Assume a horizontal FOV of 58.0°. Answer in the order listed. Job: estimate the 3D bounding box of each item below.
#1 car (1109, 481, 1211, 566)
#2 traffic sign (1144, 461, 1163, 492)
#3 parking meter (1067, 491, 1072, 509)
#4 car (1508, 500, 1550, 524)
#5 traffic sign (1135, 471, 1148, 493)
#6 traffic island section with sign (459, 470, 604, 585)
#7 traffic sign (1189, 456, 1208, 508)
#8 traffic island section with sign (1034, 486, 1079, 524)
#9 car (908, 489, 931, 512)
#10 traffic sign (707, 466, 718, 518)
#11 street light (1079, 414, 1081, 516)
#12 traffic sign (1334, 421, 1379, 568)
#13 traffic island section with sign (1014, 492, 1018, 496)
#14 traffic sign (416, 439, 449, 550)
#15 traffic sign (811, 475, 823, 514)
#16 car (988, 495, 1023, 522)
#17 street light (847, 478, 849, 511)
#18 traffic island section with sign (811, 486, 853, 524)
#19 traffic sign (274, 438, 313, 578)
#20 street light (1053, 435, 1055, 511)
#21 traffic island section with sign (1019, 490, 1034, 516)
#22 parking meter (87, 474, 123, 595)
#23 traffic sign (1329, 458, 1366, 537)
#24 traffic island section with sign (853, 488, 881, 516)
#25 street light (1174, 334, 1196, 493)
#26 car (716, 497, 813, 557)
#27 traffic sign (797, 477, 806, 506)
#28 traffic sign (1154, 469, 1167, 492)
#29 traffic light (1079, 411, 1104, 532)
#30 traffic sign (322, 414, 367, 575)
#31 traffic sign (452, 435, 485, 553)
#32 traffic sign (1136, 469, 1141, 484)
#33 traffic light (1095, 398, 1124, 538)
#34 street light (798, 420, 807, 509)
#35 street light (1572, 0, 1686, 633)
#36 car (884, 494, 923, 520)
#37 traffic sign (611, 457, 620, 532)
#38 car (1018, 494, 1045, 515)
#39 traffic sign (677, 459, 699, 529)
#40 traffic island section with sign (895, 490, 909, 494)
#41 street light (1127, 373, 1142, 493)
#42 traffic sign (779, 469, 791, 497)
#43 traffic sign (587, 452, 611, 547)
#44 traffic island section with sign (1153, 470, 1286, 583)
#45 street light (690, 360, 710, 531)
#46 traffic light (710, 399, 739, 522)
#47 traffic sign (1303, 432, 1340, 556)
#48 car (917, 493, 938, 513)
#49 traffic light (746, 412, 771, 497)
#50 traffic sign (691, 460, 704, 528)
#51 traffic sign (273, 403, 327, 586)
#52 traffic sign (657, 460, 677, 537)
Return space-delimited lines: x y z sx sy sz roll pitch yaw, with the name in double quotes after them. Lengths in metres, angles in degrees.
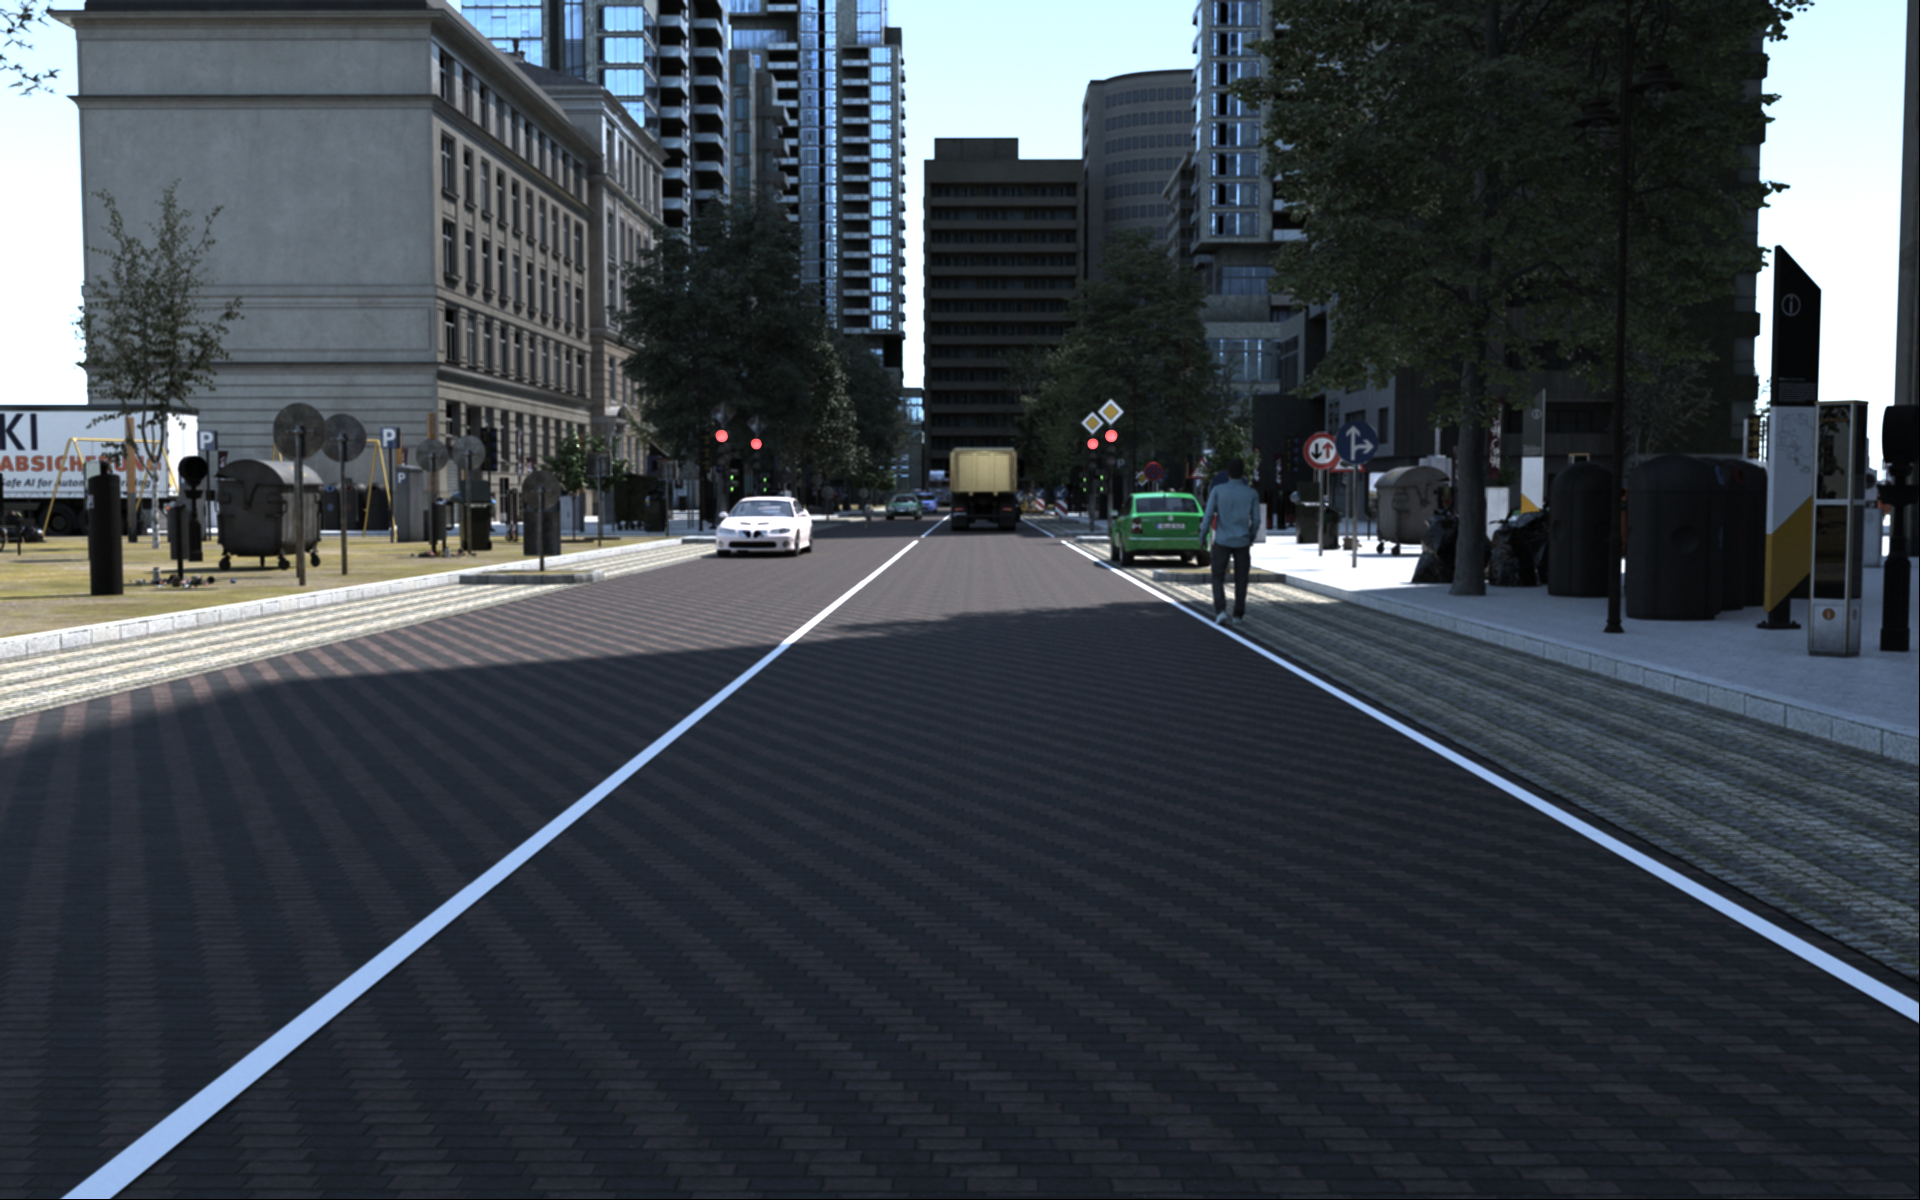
4.075 -1.635 35.525 1.959 1.807 4.718 0 4 1 "car"
7.545 -4.128 67.600 0.768 2.556 0.104 1 4 9 "traffic sign"
7.840 -7.052 123.709 0.372 1.533 0.369 0 3 0 "parking meter"
19.416 -2.641 54.985 4.920 1.459 2.131 0 4 -1 "car"
8.858 -5.086 84.348 0.795 2.450 0.064 0 4 6 "traffic sign"
-6.887 -1.196 28.177 1.989 1.847 2.006 0 4 1 "traffic island section with sign"
8.336 -3.656 59.772 0.884 2.594 0.081 1 4 10 "traffic sign"
4.766 -4.625 84.249 1.989 1.847 2.006 0 4 1 "traffic island section with sign"
-3.383 -8.039 140.112 2.281 1.827 5.304 0 4 -1 "car"
-11.211 -4.836 79.167 0.768 2.556 0.104 1 4 9 "traffic sign"
6.929 -7.757 99.614 0.468 5.910 1.993 0 4 1 "street light"
6.875 -1.835 30.110 0.768 2.556 0.104 0 4 1 "traffic sign"
5.738 -10.969 187.971 1.989 1.847 2.006 0 4 1 "traffic island section with sign"
-12.191 -2.441 40.011 0.768 2.556 0.104 0 4 4 "traffic sign"
-9.041 -6.689 109.468 0.768 2.556 0.104 1 4 9 "traffic sign"
2.298 -4.940 90.553 2.009 1.686 4.222 0 4 1 "car"
-8.265 -9.472 127.650 0.468 5.910 1.993 0 4 1 "street light"
-6.356 -4.596 83.765 1.989 1.847 2.006 0 4 1 "traffic island section with sign"
-10.147 -1.616 26.522 0.768 2.556 0.104 0 4 7 "traffic sign"
7.300 -9.840 133.672 0.468 5.910 1.993 0 4 1 "street light"
5.010 -6.300 111.637 1.989 1.847 2.006 0 4 1 "traffic island section with sign"
-10.881 -0.834 22.051 0.372 1.533 0.369 0 3 0 "parking meter"
9.422 -2.576 42.123 0.884 2.594 0.081 0 4 5 "traffic sign"
-6.110 -6.253 110.860 1.989 1.847 2.006 0 4 1 "traffic island section with sign"
6.486 -4.729 50.114 0.468 5.910 1.993 0 4 1 "street light"
-4.595 -1.762 41.165 2.083 1.381 4.827 0 4 2 "car"
-11.637 -7.755 126.804 0.884 2.594 0.081 0 4 1 "traffic sign"
9.402 -5.012 82.051 0.768 2.556 0.104 0 4 7 "traffic sign"
4.480 -4.283 58.940 0.839 4.253 0.868 0 4 1 "traffic light"
-9.792 -1.674 27.482 0.768 2.556 0.104 0 4 3 "traffic sign"
-10.639 -2.286 37.488 0.768 2.556 0.104 1 4 9 "traffic sign"
9.035 -5.431 88.896 0.768 2.556 0.104 1 4 8 "traffic sign"
4.405 -3.794 50.955 0.839 4.253 0.868 0 4 1 "traffic light"
-8.493 -7.397 93.723 0.468 5.910 1.993 0 4 1 "street light"
6.060 -2.635 15.874 0.468 5.910 1.993 0 4 1 "street light"
-3.108 -5.183 96.543 2.131 1.459 4.920 0 4 2 "car"
-11.812 -3.599 58.950 0.768 2.556 0.104 0 4 6 "traffic sign"
4.887 -6.677 119.387 2.015 1.641 3.980 0 4 -1 "car"
-10.000 -3.904 63.830 0.884 2.594 0.081 0 4 4 "traffic sign"
-5.629 -9.355 161.576 1.989 1.847 2.006 0 4 1 "traffic island section with sign"
6.586 -5.663 65.377 0.468 5.910 1.993 0 4 1 "street light"
-9.114 -5.470 89.544 0.768 2.556 0.104 0 4 5 "traffic sign"
-8.798 -2.453 42.230 0.606 2.300 0.079 0 4 5 "traffic sign"
4.236 -1.224 28.642 1.989 1.847 2.006 0 4 1 "traffic island section with sign"
-8.971 -5.322 59.798 0.468 5.910 1.993 0 4 1 "street light"
-6.956 -3.800 51.046 0.839 4.253 0.868 0 4 1 "traffic light"
7.446 -2.176 35.676 0.768 2.556 0.104 0 4 7 "traffic sign"
-2.625 -7.430 131.075 1.945 1.707 3.694 0 4 2 "car"
-6.880 -4.288 59.031 0.839 4.253 0.868 0 4 1 "traffic light"
-10.115 -4.002 65.436 0.884 2.594 0.081 0 4 2 "traffic sign"
-9.229 -1.475 24.229 0.768 2.556 0.104 0 4 4 "traffic sign"
-8.790 -3.050 51.996 0.606 2.300 0.079 1 4 10 "traffic sign"
